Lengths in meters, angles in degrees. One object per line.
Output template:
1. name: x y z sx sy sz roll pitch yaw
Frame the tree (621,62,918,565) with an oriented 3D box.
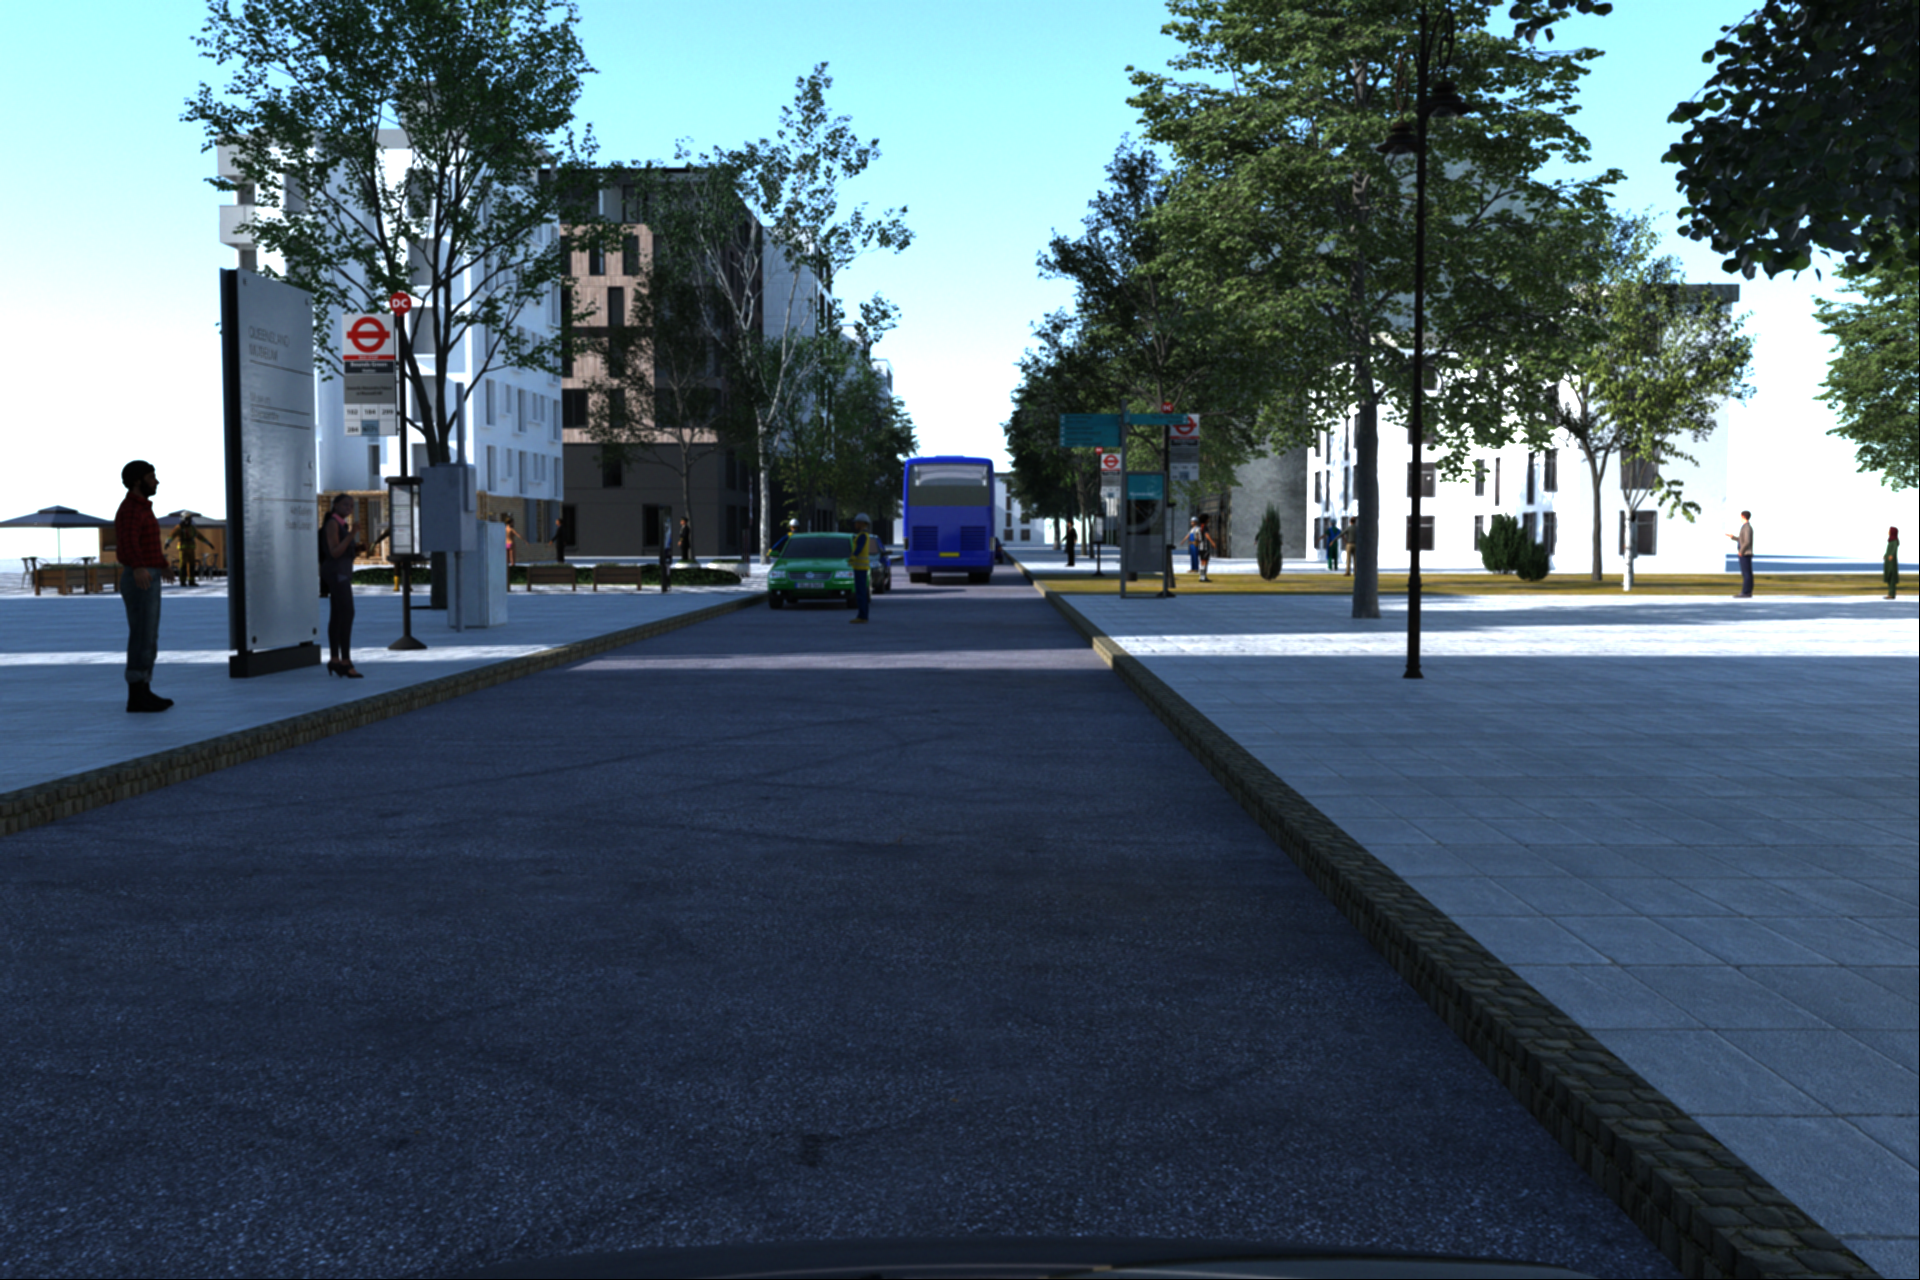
1. tree: -7.804 -13.156 70.982 12.611 20.169 13.585 0 3 0

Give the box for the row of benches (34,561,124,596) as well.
1. row of benches: -19.025 -1.375 37.939 1.422 0.672 4.104 0 4 -2

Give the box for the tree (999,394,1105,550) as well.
1. tree: 7.775 -14.210 138.980 9.857 13.997 8.962 0 3 0

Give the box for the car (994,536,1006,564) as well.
1. car: 1.280 -4.439 85.157 1.945 1.354 3.894 0 4 1

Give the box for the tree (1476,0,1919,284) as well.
1. tree: 5.674 -6.159 7.360 9.857 13.997 8.962 0 3 0

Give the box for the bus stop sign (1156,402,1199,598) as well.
1. bus stop sign: 4.402 -2.837 35.084 0.855 3.939 0.416 0 4 1

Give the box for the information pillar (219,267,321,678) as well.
1. information pillar: -6.403 -1.518 16.141 0.184 3.620 1.656 0 4 2

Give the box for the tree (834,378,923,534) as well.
1. tree: -7.564 -14.221 139.161 9.857 13.997 8.962 0 3 0

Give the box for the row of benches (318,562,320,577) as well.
1. row of benches: -16.909 -1.784 44.634 1.422 0.672 4.104 0 4 5

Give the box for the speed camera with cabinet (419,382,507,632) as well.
1. speed camera with cabinet: -6.694 -1.776 23.375 0.660 3.252 2.038 0 4 1

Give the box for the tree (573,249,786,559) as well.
1. tree: -9.238 -7.527 57.474 7.601 10.594 8.767 0 4 -1

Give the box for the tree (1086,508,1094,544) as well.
1. tree: 17.500 -18.582 229.572 9.928 11.665 9.643 0 3 0

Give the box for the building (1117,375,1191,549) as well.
1. building: 24.450 -20.102 159.593 19.493 23.208 18.063 0 4 1

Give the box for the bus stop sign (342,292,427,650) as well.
1. bus stop sign: -6.383 -1.865 19.201 0.855 3.939 0.416 0 4 1

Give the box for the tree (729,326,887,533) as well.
1. tree: -7.623 -9.767 85.445 9.928 11.665 9.643 0 3 0

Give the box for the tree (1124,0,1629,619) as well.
1. tree: 5.874 -6.624 26.423 7.486 12.596 7.792 0 3 0

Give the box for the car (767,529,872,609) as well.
1. car: -2.763 -1.582 34.661 1.959 1.807 4.718 0 4 1

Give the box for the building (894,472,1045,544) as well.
1. building: -2.472 -17.494 230.632 28.070 9.664 9.099 0 4 -8

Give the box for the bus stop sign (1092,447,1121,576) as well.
1. bus stop sign: 4.433 -3.903 52.512 0.855 3.939 0.416 0 4 1

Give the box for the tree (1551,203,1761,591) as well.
1. tree: 15.210 -5.407 38.772 4.737 8.622 4.395 0 3 0

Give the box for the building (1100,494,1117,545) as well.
1. building: 25.988 -20.794 206.443 16.747 18.905 31.486 0 4 1

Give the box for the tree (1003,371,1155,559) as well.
1. tree: 6.721 -9.524 90.124 8.767 10.594 7.601 -2 4 -32

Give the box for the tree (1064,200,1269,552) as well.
1. tree: 7.284 -8.661 59.733 7.486 12.596 7.792 0 3 0

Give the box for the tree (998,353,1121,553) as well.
1. tree: 7.406 -12.853 116.796 9.857 13.997 8.962 0 3 0

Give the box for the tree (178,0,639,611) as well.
1. tree: -8.975 -6.340 29.413 9.928 11.665 9.643 0 3 0

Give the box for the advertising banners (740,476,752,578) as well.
1. advertising banners: -6.331 -3.383 51.501 0.090 3.025 2.074 0 4 2

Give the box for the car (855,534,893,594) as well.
1. car: -2.636 -2.016 42.751 2.009 1.686 4.222 0 4 1

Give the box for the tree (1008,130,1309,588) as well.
1. tree: 4.629 -6.505 40.776 7.601 10.594 8.767 0 4 2

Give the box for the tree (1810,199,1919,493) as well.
1. tree: 29.032 -8.164 51.609 7.486 12.596 7.792 0 3 0

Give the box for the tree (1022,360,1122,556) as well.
1. tree: 7.111 -10.727 101.135 9.928 11.665 9.643 0 3 0

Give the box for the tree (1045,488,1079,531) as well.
1. tree: 8.040 -10.878 128.214 4.360 8.622 3.978 0 3 0

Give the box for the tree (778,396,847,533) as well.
1. tree: -8.111 -8.733 93.139 4.737 8.622 4.395 0 3 0

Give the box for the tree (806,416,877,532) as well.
1. tree: -7.176 -9.399 104.033 4.737 8.622 4.395 0 3 0

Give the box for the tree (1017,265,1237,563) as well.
1. tree: 7.761 -10.217 77.413 12.009 13.543 11.850 0 3 0

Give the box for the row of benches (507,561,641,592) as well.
1. row of benches: -9.240 -1.428 38.815 4.104 0.672 1.422 -1 4 -12

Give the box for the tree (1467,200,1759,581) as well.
1. tree: 17.787 -6.924 47.619 8.767 10.594 7.601 3 5 41
